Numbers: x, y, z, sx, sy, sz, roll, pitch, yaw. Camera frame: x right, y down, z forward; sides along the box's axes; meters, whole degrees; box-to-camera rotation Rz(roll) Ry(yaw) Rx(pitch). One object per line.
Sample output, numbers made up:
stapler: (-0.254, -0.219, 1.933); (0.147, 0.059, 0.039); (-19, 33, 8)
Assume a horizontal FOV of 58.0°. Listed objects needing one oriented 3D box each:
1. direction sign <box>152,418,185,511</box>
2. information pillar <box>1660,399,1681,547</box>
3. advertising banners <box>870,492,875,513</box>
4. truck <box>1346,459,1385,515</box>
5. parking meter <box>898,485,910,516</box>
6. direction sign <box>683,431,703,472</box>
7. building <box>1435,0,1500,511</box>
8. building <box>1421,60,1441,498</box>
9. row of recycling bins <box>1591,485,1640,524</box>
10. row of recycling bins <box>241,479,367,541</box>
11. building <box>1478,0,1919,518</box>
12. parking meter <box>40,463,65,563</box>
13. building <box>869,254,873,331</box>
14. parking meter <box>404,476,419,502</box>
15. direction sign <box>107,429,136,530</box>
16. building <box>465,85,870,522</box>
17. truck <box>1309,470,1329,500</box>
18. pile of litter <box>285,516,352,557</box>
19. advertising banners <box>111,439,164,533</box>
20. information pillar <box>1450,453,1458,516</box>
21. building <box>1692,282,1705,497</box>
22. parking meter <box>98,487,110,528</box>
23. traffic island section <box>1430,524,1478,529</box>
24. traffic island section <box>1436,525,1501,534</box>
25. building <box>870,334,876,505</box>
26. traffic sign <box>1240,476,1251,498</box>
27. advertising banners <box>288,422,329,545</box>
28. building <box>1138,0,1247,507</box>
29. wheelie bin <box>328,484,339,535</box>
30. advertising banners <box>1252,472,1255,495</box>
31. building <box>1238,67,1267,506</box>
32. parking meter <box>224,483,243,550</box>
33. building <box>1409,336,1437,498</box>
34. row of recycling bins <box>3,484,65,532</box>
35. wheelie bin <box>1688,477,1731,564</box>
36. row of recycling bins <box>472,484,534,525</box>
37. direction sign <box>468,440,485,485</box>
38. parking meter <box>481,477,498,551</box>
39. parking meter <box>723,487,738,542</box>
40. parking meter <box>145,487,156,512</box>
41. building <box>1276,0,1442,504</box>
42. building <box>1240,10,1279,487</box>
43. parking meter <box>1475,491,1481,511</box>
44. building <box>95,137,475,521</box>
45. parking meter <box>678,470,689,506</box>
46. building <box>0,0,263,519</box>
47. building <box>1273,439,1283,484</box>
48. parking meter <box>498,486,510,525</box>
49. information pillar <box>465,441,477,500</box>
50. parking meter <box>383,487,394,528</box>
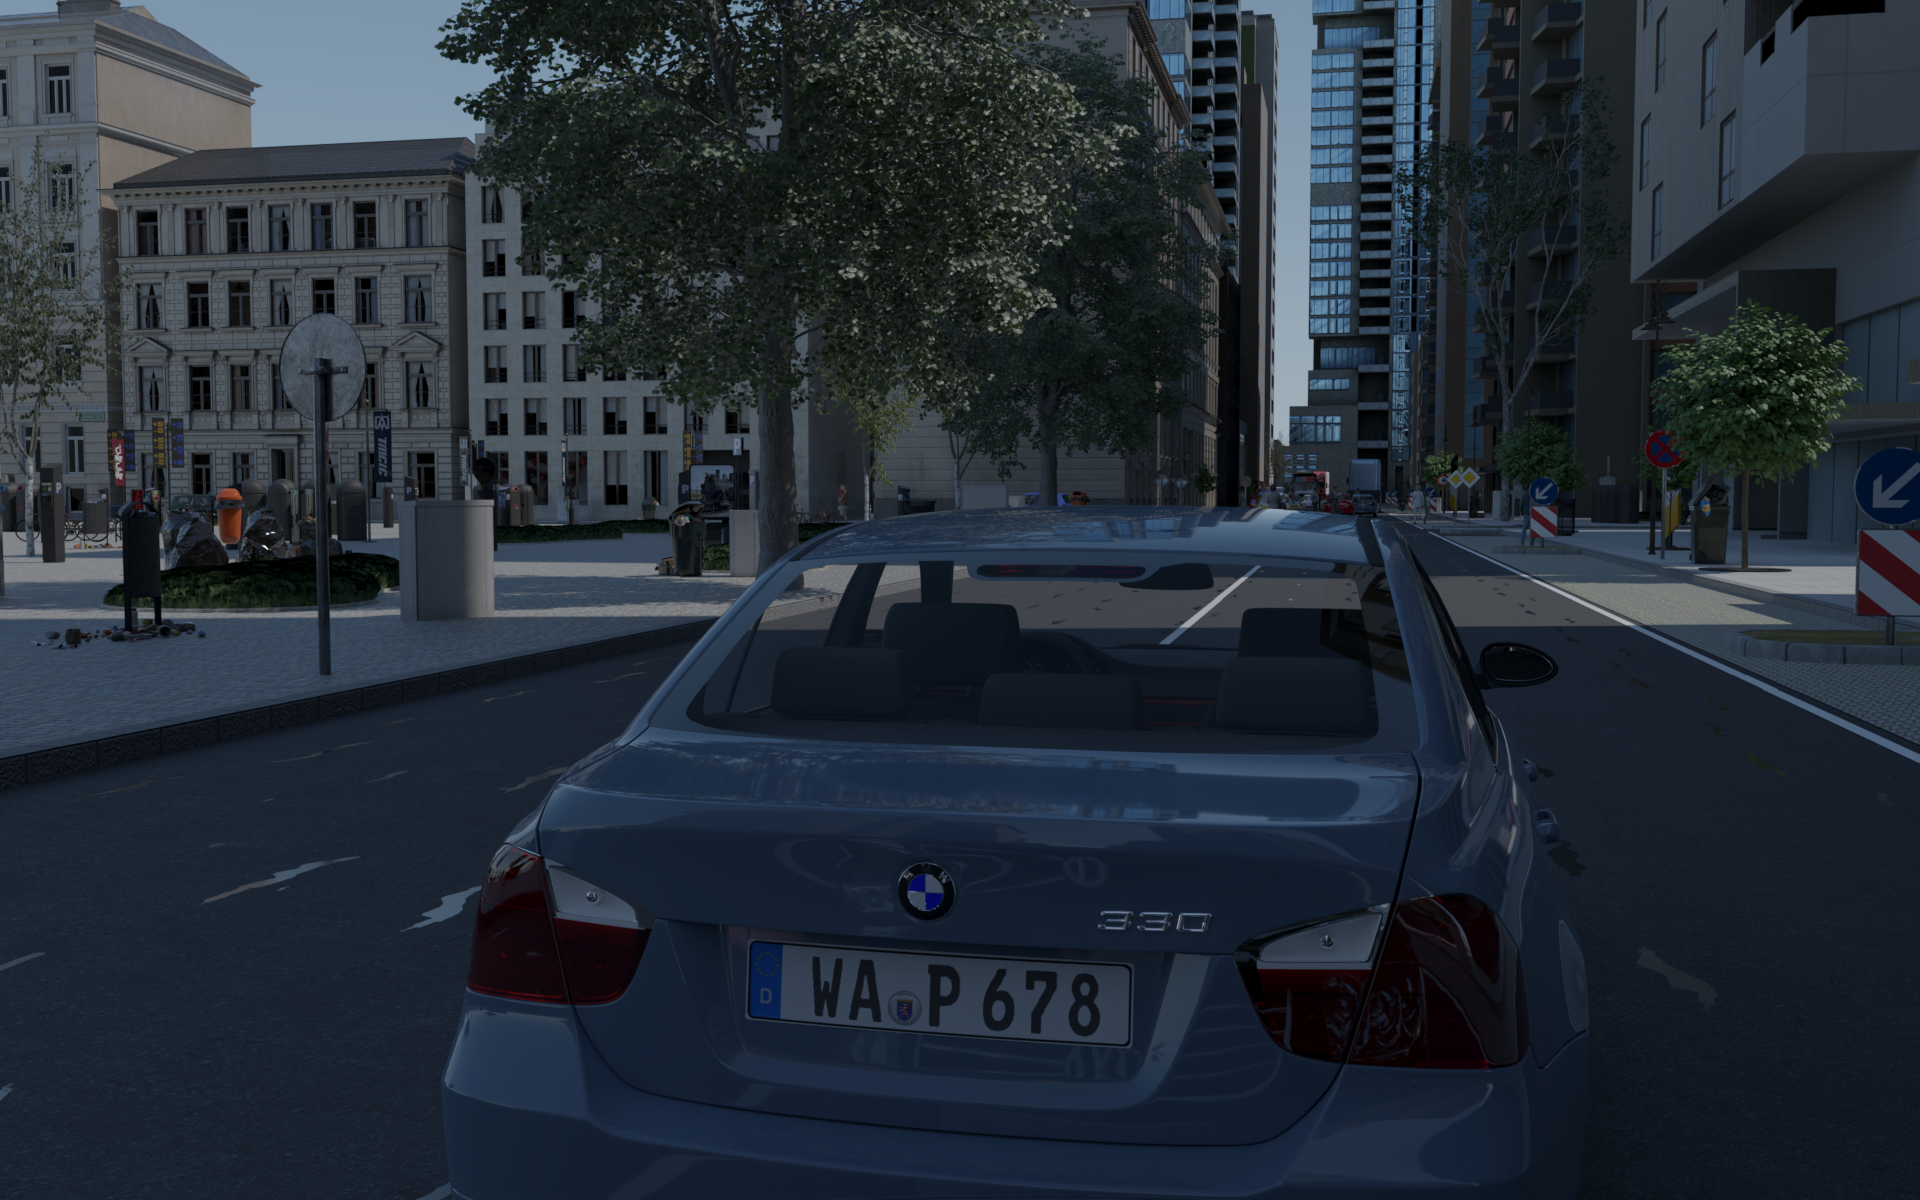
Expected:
direction sign: (-23.538, -3.642, 51.546); (0.876, 3.537, 0.379); (-3, 5, -39)
information pillar: (16.842, -3.032, 40.920); (0.183, 3.616, 0.504); (-1, 4, -18)
advertising banners: (-5.092, -7.264, 114.954); (2.074, 3.025, 0.090); (-2, 4, -33)
truck: (29.803, -8.463, 128.122); (2.967, 4.110, 18.799); (1, 4, 14)
parking meter: (-1.646, -2.595, 50.832); (0.372, 1.533, 0.369); (0, 3, 0)
direction sign: (-9.592, -4.299, 62.283); (0.379, 3.537, 0.876); (3, 5, 43)
building: (44.885, -29.679, 135.359); (14.600, 45.320, 14.200); (1, 4, 13)
building: (57.685, -31.625, 171.696); (22.147, 44.769, 28.867); (1, 4, 13)
row of recycling bins: (28.846, -4.234, 76.337); (1.069, 1.692, 3.534); (0, 4, -4)
row of recycling bins: (-18.063, -2.473, 47.541); (3.534, 1.692, 1.069); (0, 4, -1)
building: (42.807, -27.479, 103.910); (22.147, 44.769, 28.867); (1, 4, 13)
parking meter: (-16.949, -1.629, 32.342); (0.255, 1.863, 0.399); (0, 4, 2)
building: (-10.627, -36.595, 252.947); (28.867, 44.769, 22.147); (1, 4, 13)
parking meter: (-17.489, -3.030, 55.258); (0.399, 1.863, 0.255); (1, 4, 13)
direction sign: (-29.332, -4.198, 60.641); (0.876, 3.537, 0.379); (-1, 4, -16)
building: (-13.934, -14.085, 85.038); (16.860, 20.320, 10.420); (1, 4, 13)
truck: (41.508, -13.012, 201.658); (2.839, 4.237, 11.283); (1, 4, 14)
pile of litter: (-12.718, -1.228, 34.038); (1.719, 0.858, 1.176); (0, 4, 5)
advertising banners: (-26.377, -3.631, 55.559); (0.090, 3.025, 2.074); (1, 4, 20)
information pillar: (28.290, -6.592, 99.136); (0.504, 3.616, 0.183); (-2, 4, -25)
building: (48.972, -32.575, 74.605); (28.212, 58.520, 21.231); (1, 4, 13)
parking meter: (-32.421, -3.496, 65.574); (0.372, 1.533, 0.369); (0, 3, 0)
traffic island section: (20.532, -3.023, 71.705); (2.009, 0.180, 2.903); (1, 4, 13)
traffic island section: (18.789, -2.546, 63.912); (2.009, 0.180, 2.903); (1, 4, 13)
building: (-4.106, -22.778, 217.451); (28.899, 21.520, 27.650); (1, 4, 13)
traffic sign: (20.286, -7.522, 123.084); (0.768, 2.556, 0.104); (1, 4, 17)
advertising banners: (-15.867, -2.816, 42.232); (2.074, 3.025, 0.090); (3, 5, 43)
building: (16.576, -52.085, 164.256); (22.319, 86.520, 31.000); (1, 4, 13)
wheelie bin: (-19.727, -2.858, 54.636); (0.980, 1.594, 0.693); (1, 4, 10)
advertising banners: (22.987, -8.508, 135.291); (0.090, 3.025, 2.074); (0, 4, 3)
building: (25.664, -32.839, 187.026); (14.600, 45.320, 14.200); (1, 4, 13)
parking meter: (-16.737, -1.927, 39.913); (0.372, 1.533, 0.369); (0, 3, 0)
building: (67.003, -21.750, 200.650); (27.650, 21.520, 28.899); (1, 4, 13)
row of recycling bins: (-32.044, -3.173, 58.985); (3.534, 1.692, 1.069); (1, 4, 16)
wheelie bin: (13.766, -1.461, 31.793); (0.693, 1.594, 0.980); (1, 4, 14)
row of recycling bins: (-18.292, -3.800, 69.251); (1.069, 1.692, 3.534); (1, 4, 20)
direction sign: (-20.272, -4.935, 72.690); (0.876, 3.537, 0.379); (2, 4, 29)
parking meter: (-10.588, -2.033, 38.948); (0.255, 1.863, 0.399); (0, 4, 5)
parking meter: (-5.431, -1.994, 41.015); (0.372, 1.533, 0.369); (0, 3, 0)
parking meter: (-30.574, -3.488, 65.433); (0.372, 1.533, 0.369); (0, 3, 0)
building: (59.690, -56.459, 235.771); (31.000, 86.520, 22.319); (1, 4, 13)
building: (24.405, -41.039, 212.980); (28.212, 58.520, 21.231); (1, 4, 13)
parking meter: (38.816, -7.425, 129.808); (0.372, 1.533, 0.369); (0, 3, 0)
building: (-32.021, -13.707, 88.735); (19.286, 19.102, 10.561); (1, 4, 13)
parking meter: (-6.330, -2.113, 40.254); (0.399, 1.863, 0.255); (1, 4, 21)
building: (-50.859, -18.872, 94.469); (20.117, 28.700, 13.634); (1, 4, 13)
building: (31.822, -40.180, 246.186); (27.495, 52.752, 28.713); (1, 4, 13)
parking meter: (-14.888, -2.947, 56.596); (0.372, 1.533, 0.369); (0, 3, 0)
information pillar: (-20.290, -4.920, 71.796); (0.504, 3.616, 0.183); (-1, 4, -11)
parking meter: (-21.663, -3.498, 65.599); (0.372, 1.533, 0.369); (0, 3, 0)
